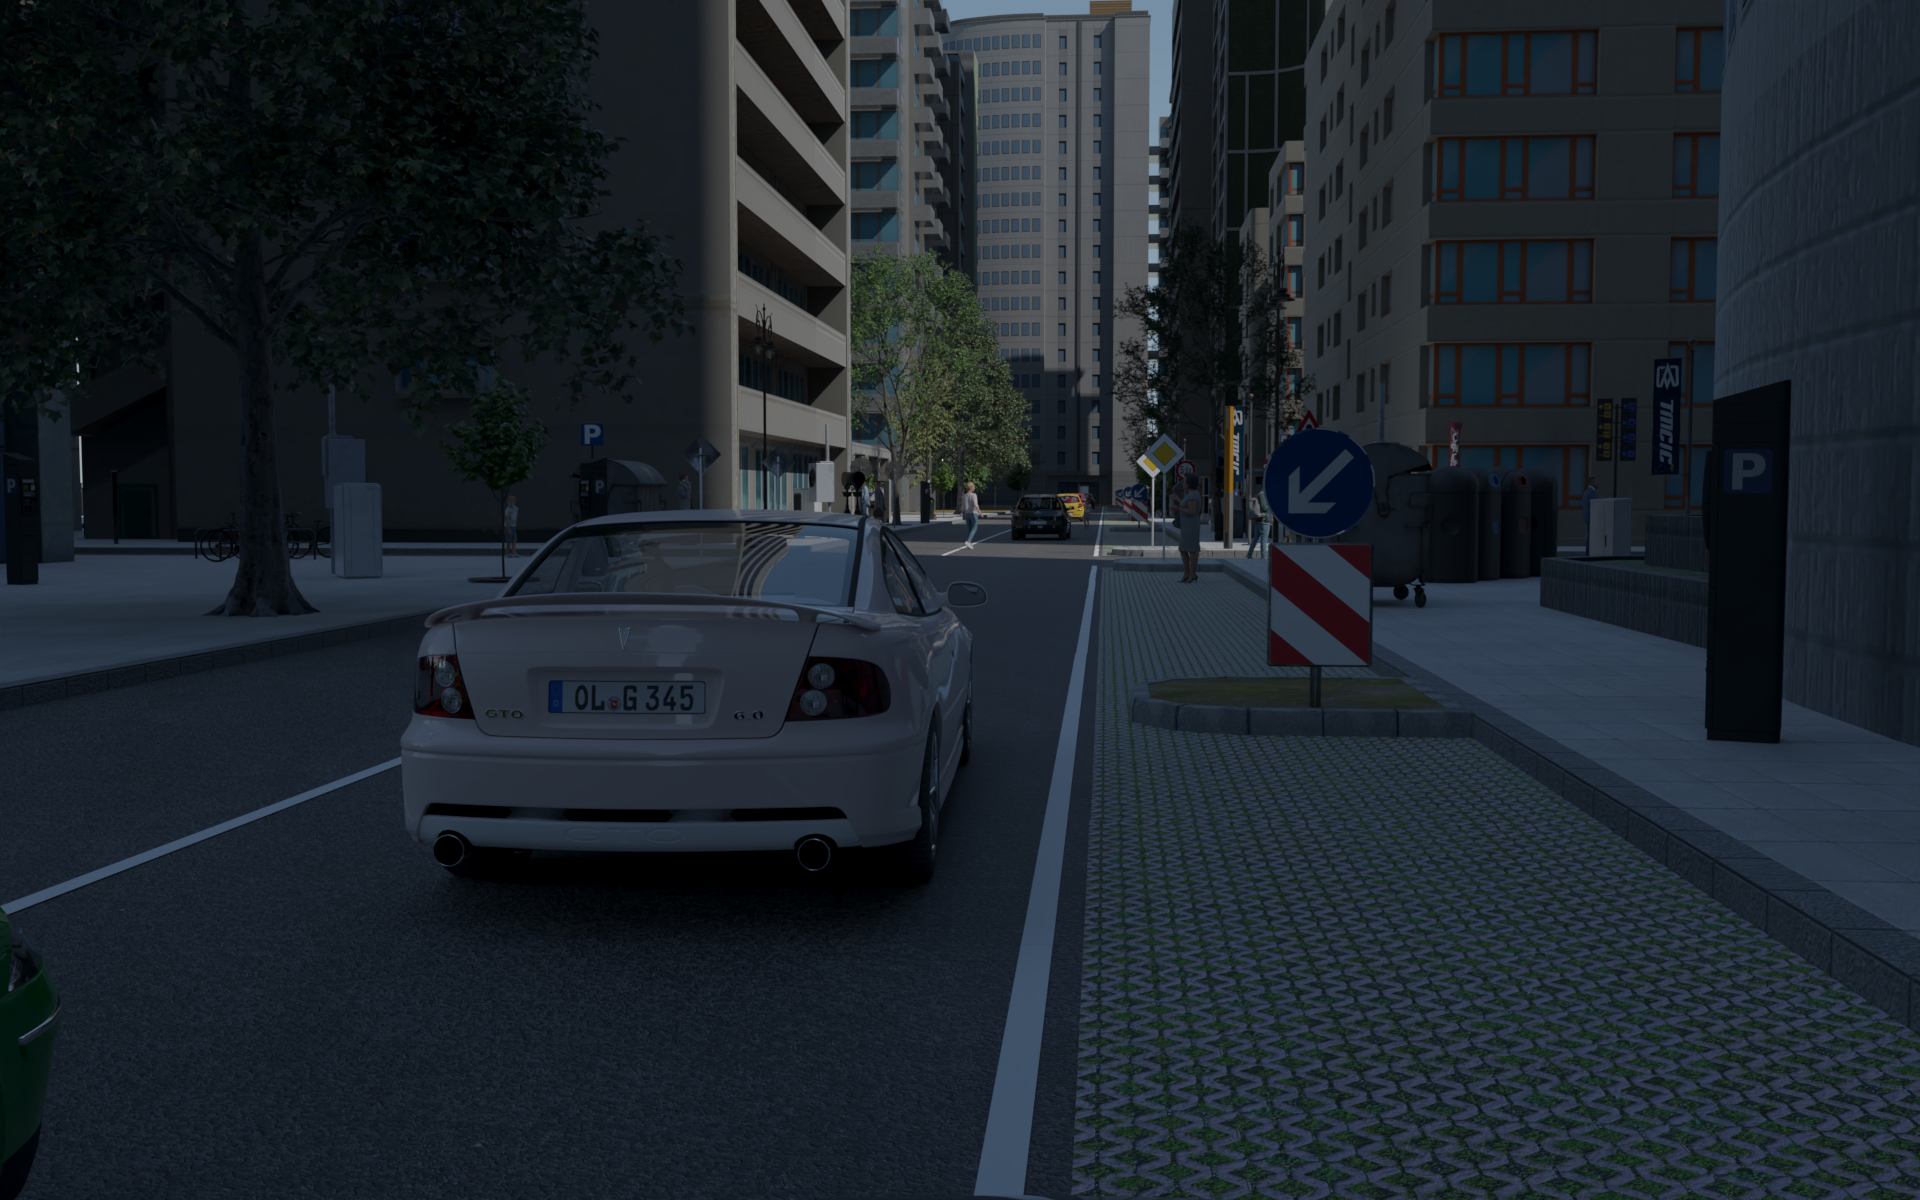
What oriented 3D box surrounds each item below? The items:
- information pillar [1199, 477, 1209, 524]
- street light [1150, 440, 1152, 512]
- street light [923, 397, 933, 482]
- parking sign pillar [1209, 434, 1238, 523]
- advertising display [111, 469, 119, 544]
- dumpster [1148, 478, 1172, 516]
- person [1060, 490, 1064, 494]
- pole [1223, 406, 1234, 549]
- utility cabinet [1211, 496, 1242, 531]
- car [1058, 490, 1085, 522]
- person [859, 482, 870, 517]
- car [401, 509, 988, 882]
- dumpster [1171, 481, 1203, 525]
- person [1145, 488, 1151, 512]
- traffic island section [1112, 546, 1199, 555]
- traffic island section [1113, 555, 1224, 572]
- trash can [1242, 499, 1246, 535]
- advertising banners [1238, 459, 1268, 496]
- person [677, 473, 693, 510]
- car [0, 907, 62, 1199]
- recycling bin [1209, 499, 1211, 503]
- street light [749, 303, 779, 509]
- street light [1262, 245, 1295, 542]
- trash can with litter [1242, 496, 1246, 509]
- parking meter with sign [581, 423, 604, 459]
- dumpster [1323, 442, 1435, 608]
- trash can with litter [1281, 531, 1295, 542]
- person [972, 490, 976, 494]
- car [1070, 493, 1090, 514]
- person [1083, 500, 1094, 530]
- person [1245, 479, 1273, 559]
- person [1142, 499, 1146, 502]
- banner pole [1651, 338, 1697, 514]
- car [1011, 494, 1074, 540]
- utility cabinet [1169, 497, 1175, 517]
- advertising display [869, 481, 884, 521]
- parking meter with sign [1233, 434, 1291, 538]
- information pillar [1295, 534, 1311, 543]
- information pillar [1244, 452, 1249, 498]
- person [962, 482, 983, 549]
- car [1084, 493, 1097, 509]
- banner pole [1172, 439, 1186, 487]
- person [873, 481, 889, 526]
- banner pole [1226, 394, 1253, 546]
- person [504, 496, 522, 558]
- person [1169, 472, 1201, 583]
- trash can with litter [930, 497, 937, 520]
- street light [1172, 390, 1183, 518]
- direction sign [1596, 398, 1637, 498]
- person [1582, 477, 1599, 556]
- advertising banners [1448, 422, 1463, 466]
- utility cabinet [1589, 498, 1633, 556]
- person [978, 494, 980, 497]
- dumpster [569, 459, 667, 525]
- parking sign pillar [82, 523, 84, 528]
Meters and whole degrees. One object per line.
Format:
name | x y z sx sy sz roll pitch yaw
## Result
information pillar | 10.328 -4.205 73.241 0.304 2.012 0.304 -2 4 -27
street light | 12.785 -8.703 115.083 0.468 5.910 1.993 0 4 5
street light | -1.538 -6.591 80.549 0.468 5.910 1.993 0 4 5
parking sign pillar | 11.916 -5.448 77.545 1.447 3.967 1.447 -2 4 -26
advertising display | -21.856 -2.421 44.803 0.123 1.923 0.974 -2 4 -26
dumpster | 11.717 -6.028 101.055 1.502 2.255 1.985 0 4 5
person | 6.982 -6.815 120.608 0.721 1.739 1.217 0 4 -2
pole | 6.272 -2.850 40.433 0.158 3.312 0.155 0 3 0
utility cabinet | 9.201 -2.975 59.803 1.020 1.237 0.306 1 4 13
car | 5.616 -4.916 90.603 2.015 1.641 3.980 0 4 3
person | -3.611 -3.644 65.894 0.793 1.790 0.793 2 4 33
car | -0.936 0.278 7.825 2.083 1.381 4.827 0 4 3
dumpster | 9.368 -4.010 71.318 1.264 1.857 1.865 0 4 5
person | 13.195 -6.978 121.046 0.541 1.710 0.530 -1 4 -14
traffic island section | 4.599 -1.145 41.004 2.009 0.180 2.903 0 4 5
traffic island section | 3.932 -0.658 33.046 2.009 0.180 2.903 0 4 5
trash can | 9.188 -2.612 54.352 0.748 1.137 0.748 0 3 0
advertising banners | 14.676 -5.570 87.256 2.074 3.025 0.090 2 4 28
person | -6.861 -2.276 43.443 0.473 1.802 0.592 1 4 20
car | -2.555 0.472 1.072 1.959 1.807 4.718 0 4 5
recycling bin | 12.370 -4.453 85.368 0.722 1.027 0.722 2 4 31
street light | -4.747 -4.241 42.131 0.468 5.910 1.993 0 4 5
street light | 5.935 -3.646 32.400 0.468 5.910 1.993 0 4 5
trash can with litter | 10.393 -3.212 63.572 1.678 1.210 2.233 0 4 -8
parking meter with sign | -9.203 -2.892 43.539 0.543 3.016 1.738 -1 4 -10
dumpster | 4.802 -0.887 20.266 1.264 1.857 1.865 0 4 5
trash can with litter | 8.008 -1.850 41.634 0.624 1.170 1.055 -1 4 -15
person | 1.125 -8.492 145.552 0.621 1.740 0.551 0 4 -2
car | 8.583 -7.335 128.974 2.155 1.783 4.494 0 4 5
person | 5.202 -3.448 69.890 0.505 1.210 0.382 3 4 36
person | 6.274 -1.656 35.923 0.721 1.781 0.623 -1 4 -17
person | 15.109 -8.331 142.269 1.348 1.821 0.705 1 4 14
banner pole | 11.563 -2.323 27.996 0.401 3.779 0.863 -3 5 -42
car | 2.603 -2.766 55.007 2.009 1.686 4.222 0 4 6
utility cabinet | 12.113 -5.194 96.076 1.020 1.237 0.306 1 4 13
advertising display | -3.894 -4.760 83.035 0.974 1.923 0.123 0 4 7
parking meter with sign | 8.675 -3.306 50.309 1.738 3.016 0.543 -1 4 -15
information pillar | 5.601 -1.431 27.895 0.304 2.012 0.304 -1 4 -15
information pillar | 15.738 -6.329 94.838 0.183 3.616 0.504 3 4 39
person | 0.289 -2.188 44.945 0.731 1.740 0.598 2 4 28
car | 11.973 -9.575 165.596 2.155 1.783 4.494 0 4 5
banner pole | 9.976 -5.419 78.615 0.863 3.779 0.401 -2 4 -24
person | -3.168 -3.800 68.283 0.767 1.812 0.694 0 4 3
banner pole | 7.014 -3.255 43.242 0.863 3.779 0.401 0 4 -3
person | -9.005 -1.475 34.837 0.332 1.250 0.352 -2 4 -30
person | 3.593 -1.159 27.810 0.532 1.782 0.716 0 4 3
trash can with litter | -1.509 -4.555 85.861 0.624 1.170 1.055 1 4 15
street light | 9.617 -6.363 76.822 0.468 5.910 1.993 0 4 5
direction sign | 15.515 -2.997 40.995 0.876 3.537 0.379 2 4 26
person | 13.352 -1.703 36.526 0.419 1.800 0.721 0 4 -5
advertising banners | 11.452 -2.784 41.703 2.074 3.025 0.090 -3 4 -38
utility cabinet | 10.178 -0.977 27.136 0.306 1.237 1.020 0 4 0
person | 1.623 -11.498 194.117 1.350 1.814 0.705 1 4 17
dumpster | -5.830 -1.457 29.576 1.264 1.857 1.865 0 4 5
parking sign pillar | -32.761 -4.720 65.645 1.447 3.967 1.447 -3 5 -44
